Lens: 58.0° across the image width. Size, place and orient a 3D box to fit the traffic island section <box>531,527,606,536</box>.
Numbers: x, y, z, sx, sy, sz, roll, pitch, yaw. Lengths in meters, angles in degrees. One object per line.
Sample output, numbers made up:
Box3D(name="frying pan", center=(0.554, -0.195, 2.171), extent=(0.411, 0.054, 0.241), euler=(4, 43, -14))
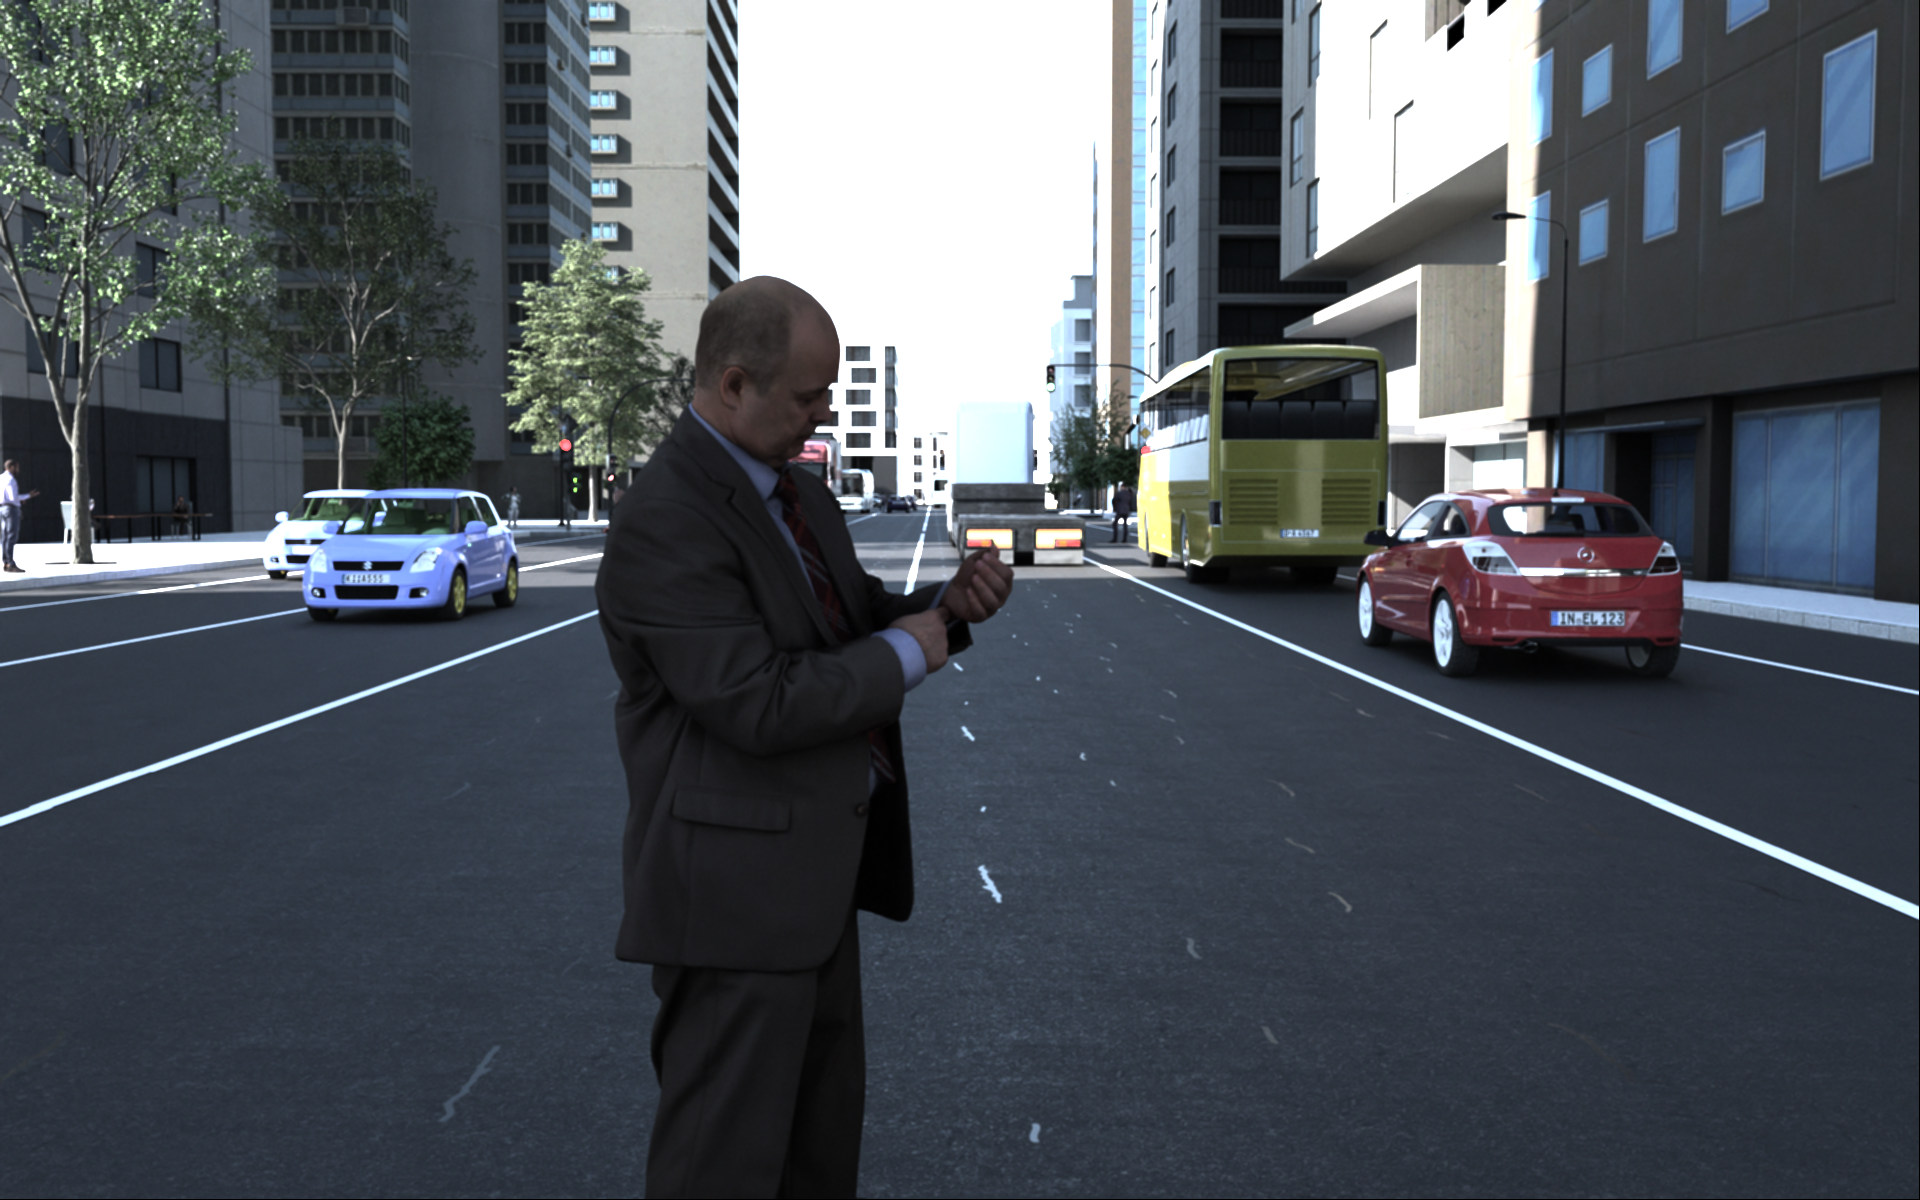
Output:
Box3D(name="traffic island section", center=(-13.705, -2.342, 60.570), extent=(2.009, 0.180, 2.903), euler=(0, 4, -1))

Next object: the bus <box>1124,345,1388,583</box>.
Box3D(name="bus", center=(4.866, -2.391, 30.645), extent=(2.896, 3.916, 12.252), euler=(0, 4, 0))

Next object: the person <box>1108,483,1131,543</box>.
Box3D(name="person", center=(4.657, -2.558, 50.768), extent=(0.683, 1.767, 0.568), euler=(-2, 4, -35))

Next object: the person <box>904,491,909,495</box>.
Box3D(name="person", center=(-4.813, -8.951, 155.578), extent=(1.217, 1.736, 0.721), euler=(-1, 4, -20))

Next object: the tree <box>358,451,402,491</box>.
Box3D(name="tree", center=(-23.650, -4.683, 71.175), extent=(1.663, 3.219, 1.824), euler=(0, 3, 0))

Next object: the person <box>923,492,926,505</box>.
Box3D(name="person", center=(-4.435, -12.770, 218.091), extent=(0.445, 1.727, 0.742), euler=(-1, 4, -11))

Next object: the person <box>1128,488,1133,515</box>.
Box3D(name="person", center=(10.278, -6.012, 105.811), extent=(0.593, 1.643, 0.415), euler=(0, 4, 5))

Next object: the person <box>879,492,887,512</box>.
Box3D(name="person", center=(-6.096, -7.765, 137.409), extent=(0.963, 1.587, 0.435), euler=(1, 4, 16))

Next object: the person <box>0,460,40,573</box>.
Box3D(name="person", center=(-15.444, -1.376, 28.410), extent=(0.709, 1.838, 0.599), euler=(3, 5, 39))

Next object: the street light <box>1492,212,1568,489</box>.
Box3D(name="street light", center=(9.448, -3.434, 28.691), extent=(1.470, 5.913, 1.316), euler=(0, 4, -1))

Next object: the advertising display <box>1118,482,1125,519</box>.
Box3D(name="advertising display", center=(8.445, -5.223, 90.611), extent=(0.123, 1.923, 0.974), euler=(-1, 4, -9))

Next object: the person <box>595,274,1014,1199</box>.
Box3D(name="person", center=(-0.231, 0.404, 2.589), extent=(0.600, 1.739, 0.565), euler=(-1, 4, -9))

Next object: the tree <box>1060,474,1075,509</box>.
Box3D(name="tree", center=(9.266, -9.309, 146.801), extent=(1.663, 3.219, 1.824), euler=(0, 3, 0))

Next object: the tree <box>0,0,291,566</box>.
Box3D(name="tree", center=(-16.068, -6.440, 31.052), extent=(9.928, 11.665, 9.643), euler=(0, 3, 0))

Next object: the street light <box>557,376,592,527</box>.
Box3D(name="street light", center=(-15.196, -5.856, 68.290), extent=(1.470, 5.913, 1.316), euler=(0, 4, -1))

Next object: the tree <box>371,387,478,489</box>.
Box3D(name="tree", center=(-15.970, -4.170, 51.890), extent=(4.285, 4.588, 4.351), euler=(0, 3, 0))

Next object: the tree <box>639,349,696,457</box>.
Box3D(name="tree", center=(-17.247, -10.848, 111.780), extent=(7.601, 10.594, 8.767), euler=(0, 4, -1))

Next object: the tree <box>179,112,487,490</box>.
Box3D(name="tree", center=(-15.699, -6.660, 43.297), extent=(8.767, 10.594, 7.601), euler=(0, 4, 3))

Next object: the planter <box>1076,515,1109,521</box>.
Box3D(name="planter", center=(6.969, -4.443, 93.777), extent=(1.991, 0.319, 1.994), euler=(0, 4, -1))

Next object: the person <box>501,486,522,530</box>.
Box3D(name="person", center=(-16.406, -3.322, 63.536), extent=(0.841, 1.734, 0.376), euler=(-3, 4, -39))

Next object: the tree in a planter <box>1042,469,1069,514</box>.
Box3D(name="tree in a planter", center=(6.562, -7.562, 120.860), extent=(1.991, 3.239, 1.994), euler=(0, 4, -1))

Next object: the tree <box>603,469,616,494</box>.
Box3D(name="tree", center=(-22.344, -7.159, 111.651), extent=(1.663, 3.219, 1.824), euler=(0, 3, 0))

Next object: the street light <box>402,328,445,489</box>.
Box3D(name="street light", center=(-15.066, -4.656, 48.669), extent=(1.470, 5.913, 1.316), euler=(0, 4, -1))

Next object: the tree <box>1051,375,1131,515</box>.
Box3D(name="tree", center=(8.576, -9.544, 106.403), extent=(4.737, 8.622, 4.395), euler=(0, 3, 0))

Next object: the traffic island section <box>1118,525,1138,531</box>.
Box3D(name="traffic island section", center=(7.370, -2.850, 68.879), extent=(2.009, 0.180, 2.903), euler=(0, 4, -1))

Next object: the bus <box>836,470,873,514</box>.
Box3D(name="bus", center=(-8.052, -8.139, 127.930), extent=(2.948, 3.499, 13.247), euler=(0, 4, 0))

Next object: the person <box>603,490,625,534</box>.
Box3D(name="person", center=(-5.264, -0.961, 26.908), extent=(0.600, 1.496, 0.574), euler=(1, 4, 16))

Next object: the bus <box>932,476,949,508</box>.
Box3D(name="bus", center=(-1.402, -11.207, 178.087), extent=(2.948, 3.499, 13.247), euler=(0, 4, 0))

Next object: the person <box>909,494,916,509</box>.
Box3D(name="person", center=(-4.625, -9.573, 168.245), extent=(0.697, 1.427, 0.421), euler=(1, 4, 10))

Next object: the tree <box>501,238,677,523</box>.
Box3D(name="tree", center=(-16.620, -9.764, 77.771), extent=(7.486, 12.596, 7.792), euler=(0, 3, 0))

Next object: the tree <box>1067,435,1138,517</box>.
Box3D(name="tree", center=(9.068, -6.946, 97.281), extent=(4.285, 4.588, 4.351), euler=(0, 3, 0))

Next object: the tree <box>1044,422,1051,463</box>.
Box3D(name="tree", center=(8.881, -11.577, 139.651), extent=(4.737, 8.622, 4.395), euler=(0, 3, 0))
